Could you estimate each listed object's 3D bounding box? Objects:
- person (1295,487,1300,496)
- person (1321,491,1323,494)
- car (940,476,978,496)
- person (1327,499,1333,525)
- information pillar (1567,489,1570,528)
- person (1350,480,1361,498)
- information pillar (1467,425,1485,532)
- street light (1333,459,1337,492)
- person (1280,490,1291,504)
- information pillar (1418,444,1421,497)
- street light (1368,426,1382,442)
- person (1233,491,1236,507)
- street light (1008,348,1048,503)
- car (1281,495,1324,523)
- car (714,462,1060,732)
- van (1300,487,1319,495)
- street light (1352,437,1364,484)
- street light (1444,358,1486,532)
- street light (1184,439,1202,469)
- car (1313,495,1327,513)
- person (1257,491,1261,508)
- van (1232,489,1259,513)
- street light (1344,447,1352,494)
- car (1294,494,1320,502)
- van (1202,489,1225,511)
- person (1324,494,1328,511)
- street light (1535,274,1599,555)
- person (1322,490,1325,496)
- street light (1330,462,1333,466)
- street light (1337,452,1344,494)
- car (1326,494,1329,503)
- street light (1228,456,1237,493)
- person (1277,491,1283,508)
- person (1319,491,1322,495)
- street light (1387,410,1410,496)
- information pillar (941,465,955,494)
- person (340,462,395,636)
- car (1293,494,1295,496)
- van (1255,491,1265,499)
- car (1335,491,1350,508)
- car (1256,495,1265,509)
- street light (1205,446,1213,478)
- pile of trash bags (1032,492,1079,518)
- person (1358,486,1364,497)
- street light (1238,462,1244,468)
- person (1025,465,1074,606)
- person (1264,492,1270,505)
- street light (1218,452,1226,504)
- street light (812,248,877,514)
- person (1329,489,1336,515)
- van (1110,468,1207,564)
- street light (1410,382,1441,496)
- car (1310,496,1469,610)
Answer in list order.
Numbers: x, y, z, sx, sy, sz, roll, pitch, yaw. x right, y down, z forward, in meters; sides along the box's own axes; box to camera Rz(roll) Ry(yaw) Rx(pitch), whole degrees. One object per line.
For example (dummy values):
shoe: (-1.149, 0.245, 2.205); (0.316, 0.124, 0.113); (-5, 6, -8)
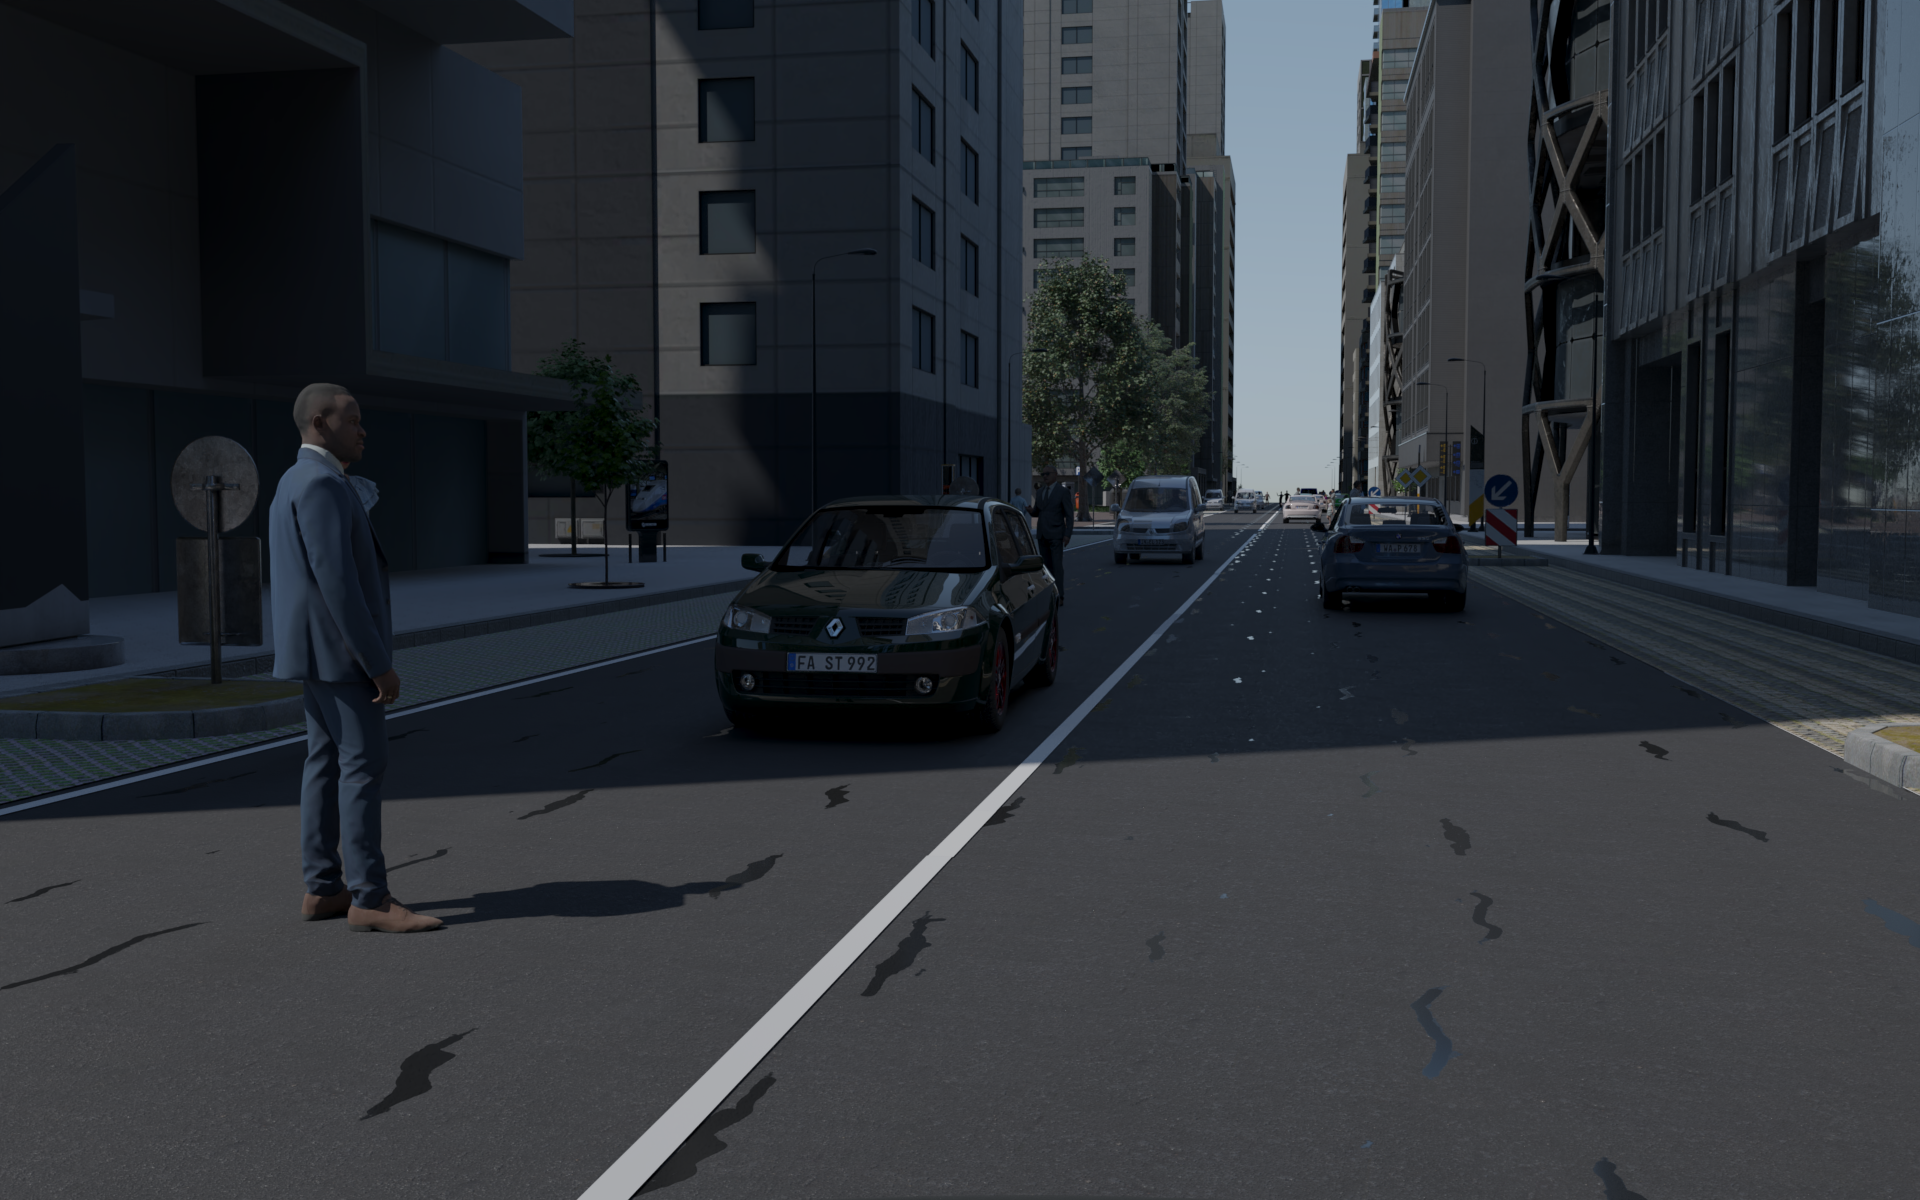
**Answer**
person: (18.916, -5.387, 96.679); (0.767, 1.812, 0.694); (0, 4, -2)
person: (43.044, -12.068, 206.345); (0.617, 1.759, 0.750); (3, 4, 37)
car: (-0.356, -0.573, 19.162); (2.009, 1.686, 4.222); (1, 4, 13)
person: (17.029, -4.030, 79.402); (0.382, 1.210, 0.505); (-1, 4, -12)
information pillar: (22.908, -3.741, 65.662); (0.304, 2.012, 0.304); (-3, 5, -40)
person: (11.719, -2.657, 51.783); (0.795, 1.843, 0.661); (1, 4, 14)
information pillar: (17.384, -4.094, 58.299); (0.504, 3.616, 0.183); (1, 4, 21)
street light: (47.629, -14.887, 215.941); (1.470, 5.913, 1.316); (1, 4, 11)
person: (32.972, -10.167, 174.758); (1.348, 1.821, 0.705); (1, 4, 22)
information pillar: (21.580, -5.509, 81.420); (0.183, 3.616, 0.504); (1, 4, 18)
street light: (28.667, -8.905, 118.132); (1.470, 5.913, 1.316); (1, 4, 11)
person: (30.388, -11.193, 191.520); (0.705, 1.822, 1.348); (1, 4, 16)
street light: (2.112, -5.072, 55.472); (1.470, 5.913, 1.316); (1, 4, 11)
car: (16.947, -4.487, 85.725); (2.083, 1.381, 4.827); (1, 4, 12)
car: (-0.360, -0.122, 11.787); (2.009, 1.686, 4.222); (1, 4, 10)
van: (35.611, -10.558, 177.007); (2.240, 2.365, 5.245); (1, 4, 10)
street light: (34.395, -10.703, 147.538); (1.470, 5.913, 1.316); (1, 4, 11)
street light: (17.315, -5.296, 59.132); (1.470, 5.913, 1.316); (1, 4, 11)
street light: (19.384, -10.554, 145.095); (1.470, 5.913, 1.316); (1, 4, 11)
car: (27.327, -7.414, 133.582); (2.083, 1.381, 4.827); (1, 4, 9)
person: (30.796, -10.377, 178.879); (0.721, 1.743, 1.217); (-1, 4, -19)
van: (21.770, -7.645, 132.003); (2.013, 2.044, 4.112); (1, 4, 11)
street light: (38.758, -12.077, 170.004); (1.470, 5.913, 1.316); (1, 4, 11)
car: (22.965, -6.360, 115.787); (2.131, 1.459, 4.920); (1, 4, 11)
van: (21.791, -8.670, 148.765); (2.013, 2.044, 4.112); (1, 4, 10)
person: (31.857, -8.488, 150.499); (0.599, 1.433, 0.991); (3, 4, 36)
street light: (12.863, -3.923, 36.683); (1.470, 5.913, 1.316); (1, 4, 11)
person: (33.835, -9.352, 161.391); (0.705, 1.826, 1.348); (0, 4, -5)
street light: (49.961, -15.693, 229.113); (1.470, 5.913, 1.316); (1, 4, 11)
street light: (43.004, -13.453, 192.492); (1.470, 5.913, 1.316); (1, 4, 11)
car: (53.500, -14.993, 254.914); (2.009, 1.686, 4.222); (1, 4, 11)
street light: (35.197, -15.524, 226.354); (1.470, 5.913, 1.316); (1, 4, 11)
person: (32.921, -10.343, 178.411); (0.742, 1.727, 0.445); (2, 4, 25)
person: (40.715, -11.430, 196.054); (0.621, 1.740, 0.551); (2, 4, 35)
street light: (24.327, -7.529, 95.642); (1.470, 5.913, 1.316); (1, 4, 11)
information pillar: (-0.291, -2.370, 43.246); (0.304, 2.012, 0.304); (0, 4, 8)
person: (-3.408, -0.048, 9.385); (0.616, 1.811, 0.778); (-3, 4, -38)
car: (36.122, -10.723, 184.113); (1.959, 1.807, 4.718); (1, 4, 10)
van: (35.811, -12.358, 209.062); (2.013, 2.044, 4.112); (1, 4, 12)
car: (34.223, -8.976, 155.550); (1.959, 1.807, 4.718); (1, 4, 11)
car: (28.373, -9.453, 166.924); (2.083, 1.381, 4.827); (1, 4, 10)
street light: (23.905, -11.968, 168.209); (1.470, 5.913, 1.316); (1, 4, 11)
pile of trash bags: (5.492, -5.141, 93.800); (1.912, 1.369, 3.447); (-3, 5, -45)
person: (15.723, -3.635, 68.197); (0.793, 1.790, 0.793); (0, 4, 7)
street light: (43.922, -18.289, 271.557); (1.470, 5.913, 1.316); (1, 4, 11)
person: (1.129, -0.830, 22.240); (0.661, 1.801, 0.590); (3, 4, 39)
person: (40.467, -13.406, 228.237); (0.990, 1.755, 0.434); (3, 5, 43)
street light: (28.239, -13.342, 190.680); (1.470, 5.913, 1.316); (1, 4, 11)
street light: (-2.254, -3.698, 33.007); (1.470, 5.913, 1.316); (1, 4, 11)
person: (25.472, -6.720, 118.545); (0.466, 1.800, 0.511); (-1, 4, -18)
van: (4.275, -1.826, 36.859); (2.013, 2.044, 4.112); (1, 4, 12)
street light: (19.636, -6.081, 71.965); (1.470, 5.913, 1.316); (1, 4, 11)
car: (5.634, -0.659, 22.784); (2.014, 1.417, 4.499); (1, 4, 11)
